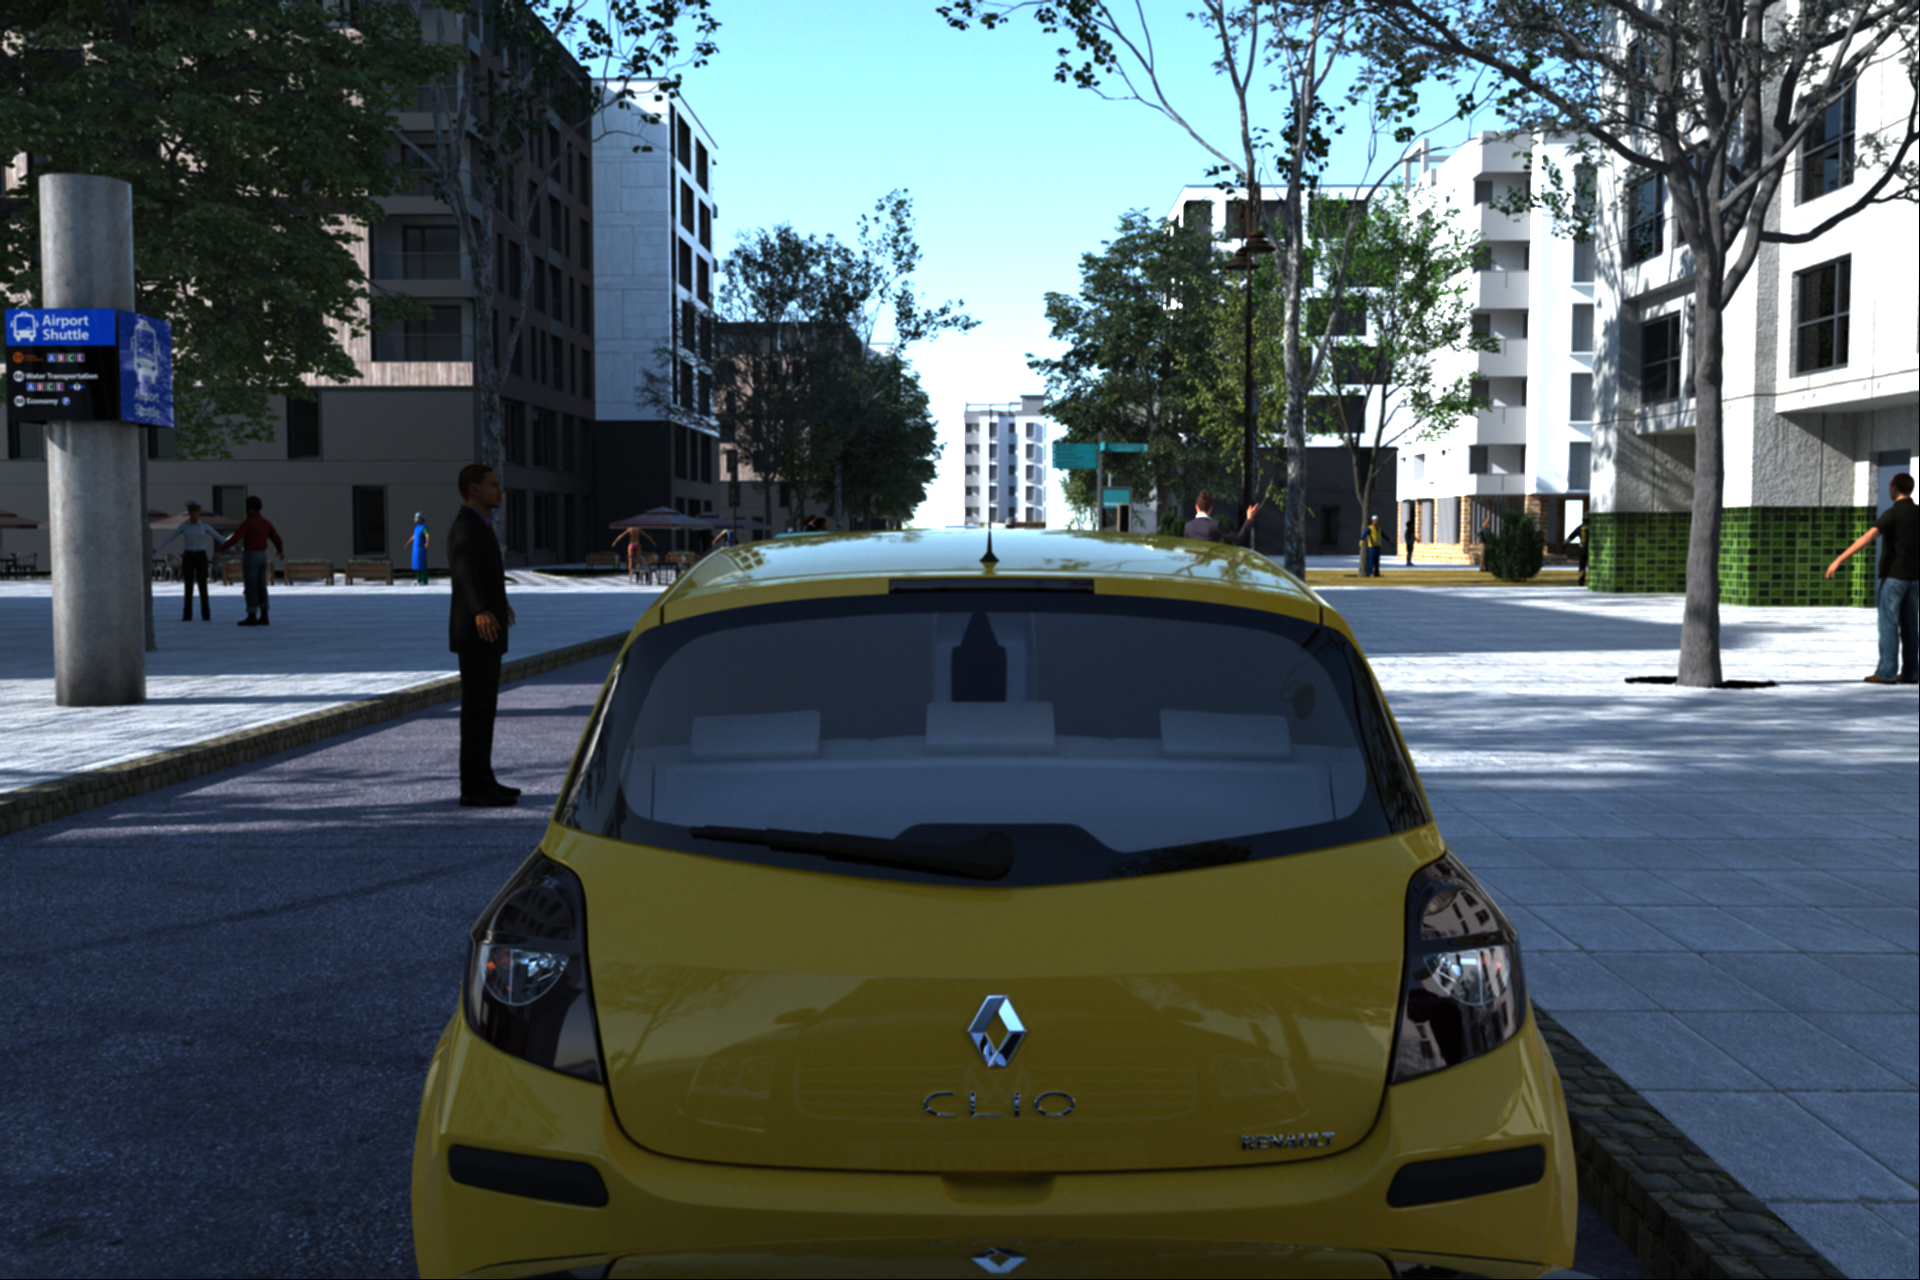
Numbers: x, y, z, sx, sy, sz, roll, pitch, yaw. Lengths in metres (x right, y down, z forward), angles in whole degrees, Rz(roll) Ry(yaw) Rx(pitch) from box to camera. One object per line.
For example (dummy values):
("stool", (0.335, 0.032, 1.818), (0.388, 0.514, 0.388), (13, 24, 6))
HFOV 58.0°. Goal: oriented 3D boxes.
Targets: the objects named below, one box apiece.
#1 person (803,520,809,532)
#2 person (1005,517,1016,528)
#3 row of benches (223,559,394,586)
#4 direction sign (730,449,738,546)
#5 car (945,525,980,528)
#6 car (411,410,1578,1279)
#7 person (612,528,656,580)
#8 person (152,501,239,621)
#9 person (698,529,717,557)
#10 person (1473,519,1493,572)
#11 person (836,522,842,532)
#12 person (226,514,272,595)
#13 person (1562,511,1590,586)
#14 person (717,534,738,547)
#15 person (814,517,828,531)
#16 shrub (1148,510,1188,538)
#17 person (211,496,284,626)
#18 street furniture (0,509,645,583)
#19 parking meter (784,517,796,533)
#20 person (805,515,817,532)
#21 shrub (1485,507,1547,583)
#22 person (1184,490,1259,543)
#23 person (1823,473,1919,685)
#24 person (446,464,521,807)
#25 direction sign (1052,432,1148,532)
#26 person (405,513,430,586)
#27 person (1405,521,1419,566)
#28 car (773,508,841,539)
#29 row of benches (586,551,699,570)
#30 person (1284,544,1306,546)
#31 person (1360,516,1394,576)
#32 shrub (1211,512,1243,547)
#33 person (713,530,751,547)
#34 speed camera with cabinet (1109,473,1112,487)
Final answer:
("person", (-5.657, -3.557, 64.340), (0.705, 1.806, 1.347), (0, 4, -2))
("person", (1.270, -2.151, 43.396), (1.354, 1.858, 0.705), (2, 4, 28))
("row of benches", (-16.328, -1.698, 43.222), (4.104, 0.672, 1.422), (-1, 4, -9))
("direction sign", (-6.052, -3.333, 46.493), (0.379, 3.537, 0.876), (0, 4, 3))
("car", (0.124, -3.892, 72.309), (2.281, 1.827, 5.304), (0, 4, 2))
("car", (0.050, 0.371, 4.163), (2.015, 1.641, 3.980), (0, 3, 0))
("person", (-9.131, -2.556, 48.596), (1.217, 1.733, 0.721), (-1, 4, -13))
("person", (-11.322, -1.172, 25.622), (1.216, 1.778, 0.721), (-1, 4, -18))
("person", (-10.597, -4.049, 72.345), (0.704, 1.812, 1.346), (-3, 5, -41))
("person", (17.933, -3.229, 59.059), (1.348, 1.796, 0.705), (-2, 4, -31))
("person", (-4.778, -3.871, 69.748), (0.721, 1.772, 1.216), (0, 4, 7))
("person", (-15.041, -1.830, 36.749), (1.217, 1.735, 0.721), (-1, 4, -18))
("person", (15.438, -2.250, 42.574), (1.354, 1.856, 0.705), (3, 5, 42))
("person", (-10.542, -4.471, 78.863), (0.705, 1.858, 1.354), (3, 4, 37))
("person", (-2.500, -1.417, 32.347), (0.721, 1.740, 1.216), (-1, 4, -13))
("shrub", (6.209, -2.841, 50.862), (1.690, 2.028, 1.600), (0, 3, 0))
("person", (-9.923, -1.113, 24.309), (0.704, 1.816, 1.345), (1, 4, 20))
("street furniture", (-24.188, -2.866, 51.896), (27.439, 1.986, 14.083), (0, 4, 4))
("parking meter", (-5.957, -3.372, 60.839), (0.399, 1.863, 0.255), (0, 4, 3))
("person", (-4.044, -2.542, 47.748), (0.705, 1.806, 1.347), (1, 4, 21))
("shrub", (14.672, -2.530, 45.782), (1.690, 2.028, 1.600), (0, 3, 0))
("person", (2.649, -0.661, 17.655), (0.742, 1.727, 0.445), (0, 4, 2))
("person", (8.043, -0.529, 14.865), (1.348, 1.803, 0.705), (-1, 4, -16))
("person", (-2.533, -0.034, 9.234), (0.704, 1.802, 1.346), (-1, 4, -11))
("direction sign", (3.684, -3.439, 44.998), (2.525, 3.948, 1.411), (0, 4, -1))
("person", (-13.449, -2.262, 43.112), (0.704, 1.817, 1.347), (-3, 5, -40))
("person", (18.330, -3.933, 70.446), (0.704, 1.843, 1.345), (0, 4, -6))
("car", (-1.822, -0.859, 22.842), (1.959, 1.807, 4.718), (0, 4, 1))
("row of benches", (-11.261, -2.843, 61.947), (4.104, 0.672, 1.422), (0, 4, 4))
("person", (13.993, -3.861, 72.394), (0.991, 1.433, 0.599), (-1, 4, -12))
("person", (12.419, -2.803, 51.791), (1.349, 1.833, 0.705), (-2, 4, -30))
("shrub", (8.747, -3.286, 58.152), (1.690, 2.028, 1.600), (0, 3, 0))
("person", (-7.719, -3.238, 58.796), (1.347, 1.847, 0.705), (0, 4, -7))
("speed camera with cabinet", (5.016, -3.733, 55.371), (0.660, 3.252, 2.038), (0, 4, 2))
